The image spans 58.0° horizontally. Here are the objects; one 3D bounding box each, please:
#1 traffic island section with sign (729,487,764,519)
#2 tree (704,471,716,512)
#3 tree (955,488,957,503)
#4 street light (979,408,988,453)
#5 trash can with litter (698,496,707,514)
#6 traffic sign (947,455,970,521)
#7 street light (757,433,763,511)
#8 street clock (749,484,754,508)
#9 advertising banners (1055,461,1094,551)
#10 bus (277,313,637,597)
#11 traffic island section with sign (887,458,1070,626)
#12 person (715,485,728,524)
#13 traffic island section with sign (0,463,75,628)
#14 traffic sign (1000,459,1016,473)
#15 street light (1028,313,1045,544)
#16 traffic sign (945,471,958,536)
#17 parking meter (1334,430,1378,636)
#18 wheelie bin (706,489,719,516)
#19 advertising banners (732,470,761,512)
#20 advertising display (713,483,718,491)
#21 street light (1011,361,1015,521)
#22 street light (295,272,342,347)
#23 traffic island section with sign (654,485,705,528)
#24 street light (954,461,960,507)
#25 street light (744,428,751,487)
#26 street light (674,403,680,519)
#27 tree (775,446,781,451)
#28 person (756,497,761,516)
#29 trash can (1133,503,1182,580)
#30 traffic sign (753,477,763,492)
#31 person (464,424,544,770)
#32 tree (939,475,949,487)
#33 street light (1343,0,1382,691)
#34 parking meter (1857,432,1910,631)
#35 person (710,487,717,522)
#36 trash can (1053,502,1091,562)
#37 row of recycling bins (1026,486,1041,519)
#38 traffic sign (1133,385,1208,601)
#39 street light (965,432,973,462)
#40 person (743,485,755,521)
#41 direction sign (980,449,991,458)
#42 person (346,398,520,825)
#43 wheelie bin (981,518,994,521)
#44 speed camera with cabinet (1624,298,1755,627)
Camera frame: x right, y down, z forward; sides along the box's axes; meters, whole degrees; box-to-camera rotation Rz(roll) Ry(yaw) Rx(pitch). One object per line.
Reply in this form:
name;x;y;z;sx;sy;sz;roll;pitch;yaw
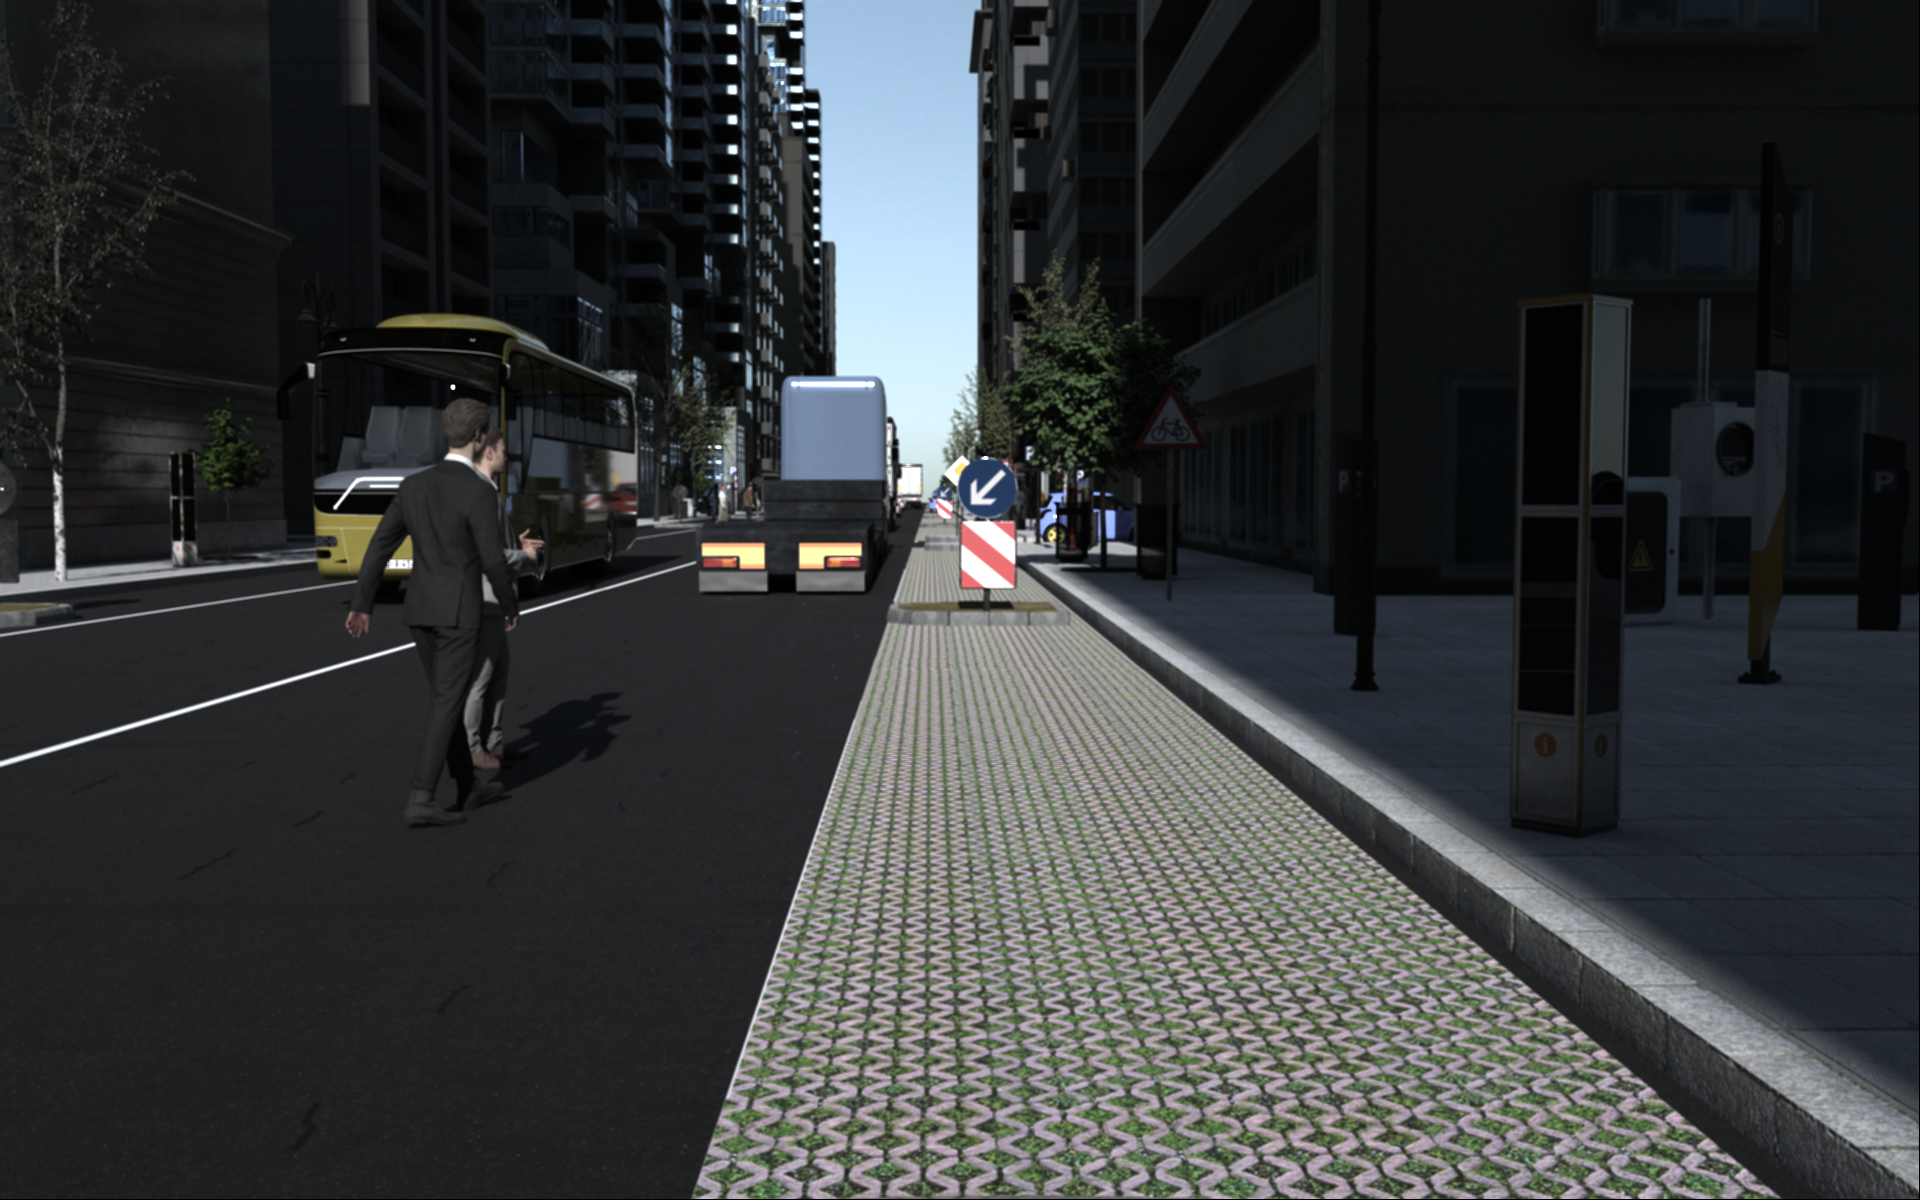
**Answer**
traffic island section with sign;-12.473;-5.680;101.494;1.989;1.847;2.006;0;4;-1
tree;-18.482;-7.877;123.385;1.663;3.219;1.824;0;3;0
tree;-0.484;-16.139;258.478;1.663;3.219;1.824;0;3;0
street light;1.251;-7.364;93.193;0.468;5.910;1.993;0;4;-1
trash can with litter;-16.574;-6.120;111.448;0.624;1.170;1.055;-1;4;-16
traffic sign;0.055;-2.509;44.665;0.795;2.450;0.064;0;4;-1
street light;-14.909;-9.564;129.157;0.468;5.910;1.993;0;4;-1
street clock;-14.781;-7.228;122.753;0.358;2.002;0.471;-2;4;-33
advertising banners;2.534;-2.613;38.916;0.090;3.025;2.074;2;4;29
bus;-7.216;-2.192;27.387;2.896;3.916;12.252;0;4;-3
traffic island section with sign;0.180;-0.672;19.616;1.989;1.847;2.006;0;4;-1
person;-9.666;-3.750;70.043;0.641;1.798;0.478;1;4;21
traffic island section with sign;-11.086;-0.649;19.243;1.989;1.847;2.006;0;4;-1
traffic sign;1.669;-3.842;62.926;0.768;2.556;0.104;1;4;9
street light;2.004;-4.374;44.297;0.468;5.910;1.993;0;4;-1
traffic sign;-0.081;-2.997;52.649;0.795;2.450;0.064;0;4;-1
parking meter;3.606;-0.615;15.767;0.255;1.863;0.399;-1;4;-15
wheelie bin;-14.319;-5.670;100.614;0.693;1.594;0.980;1;4;13
advertising banners;-15.240;-7.775;123.308;2.074;3.025;0.090;0;4;0
advertising display;-14.723;-6.073;104.506;0.123;1.923;0.974;-1;4;-19
street light;1.831;-5.342;60.126;0.468;5.910;1.993;0;4;-1
street light;-13.345;-3.877;36.178;0.468;5.910;1.993;0;4;-1
traffic island section with sign;-12.030;-4.031;74.543;1.989;1.847;2.006;0;4;-1
street light;-0.068;-12.118;170.910;0.468;5.910;1.993;0;4;-1
street light;-14.896;-9.069;121.071;0.468;5.910;1.993;0;4;-1
street light;-14.258;-7.007;87.349;0.468;5.910;1.993;0;4;-1
tree;-16.844;-18.013;204.882;12.009;13.543;11.850;0;3;0
person;-13.058;-6.044;112.000;0.352;1.250;0.332;1;4;16
trash can;2.959;-0.878;26.006;0.748;1.137;0.748;0;3;0
traffic sign;-14.691;-7.693;125.894;0.768;2.556;0.104;0;4;0
person;-2.415;-0.024;9.093;0.583;1.804;0.606;-2;4;-35
tree;-1.269;-16.324;250.606;4.285;4.588;4.351;0;3;0
street light;2.651;-2.348;11.171;0.468;5.910;1.993;0;4;-1
parking meter;8.705;-0.648;16.311;0.399;1.863;0.255;2;4;29
person;-12.640;-4.906;88.901;0.419;1.800;0.721;-1;4;-18
trash can;2.111;-1.286;32.686;0.748;1.137;0.748;0;3;0
row of recycling bins;2.848;-5.070;90.004;3.534;1.692;1.069;1;4;18
traffic sign;2.511;-1.267;20.714;0.884;2.594;0.081;0;4;2
street light;0.828;-9.387;126.262;0.468;5.910;1.993;0;4;-1
person;-9.138;-4.067;74.912;0.656;1.842;0.836;1;4;18
direction sign;1.231;-5.840;87.485;0.876;3.537;0.379;-3;5;-39
person;-2.219;0.038;7.654;0.659;1.850;0.755;2;4;28
wheelie bin;1.350;-4.500;81.487;0.980;1.594;0.693;0;4;3
speed camera with cabinet;6.989;-1.397;17.173;2.038;3.252;0.660;-2;4;-24
